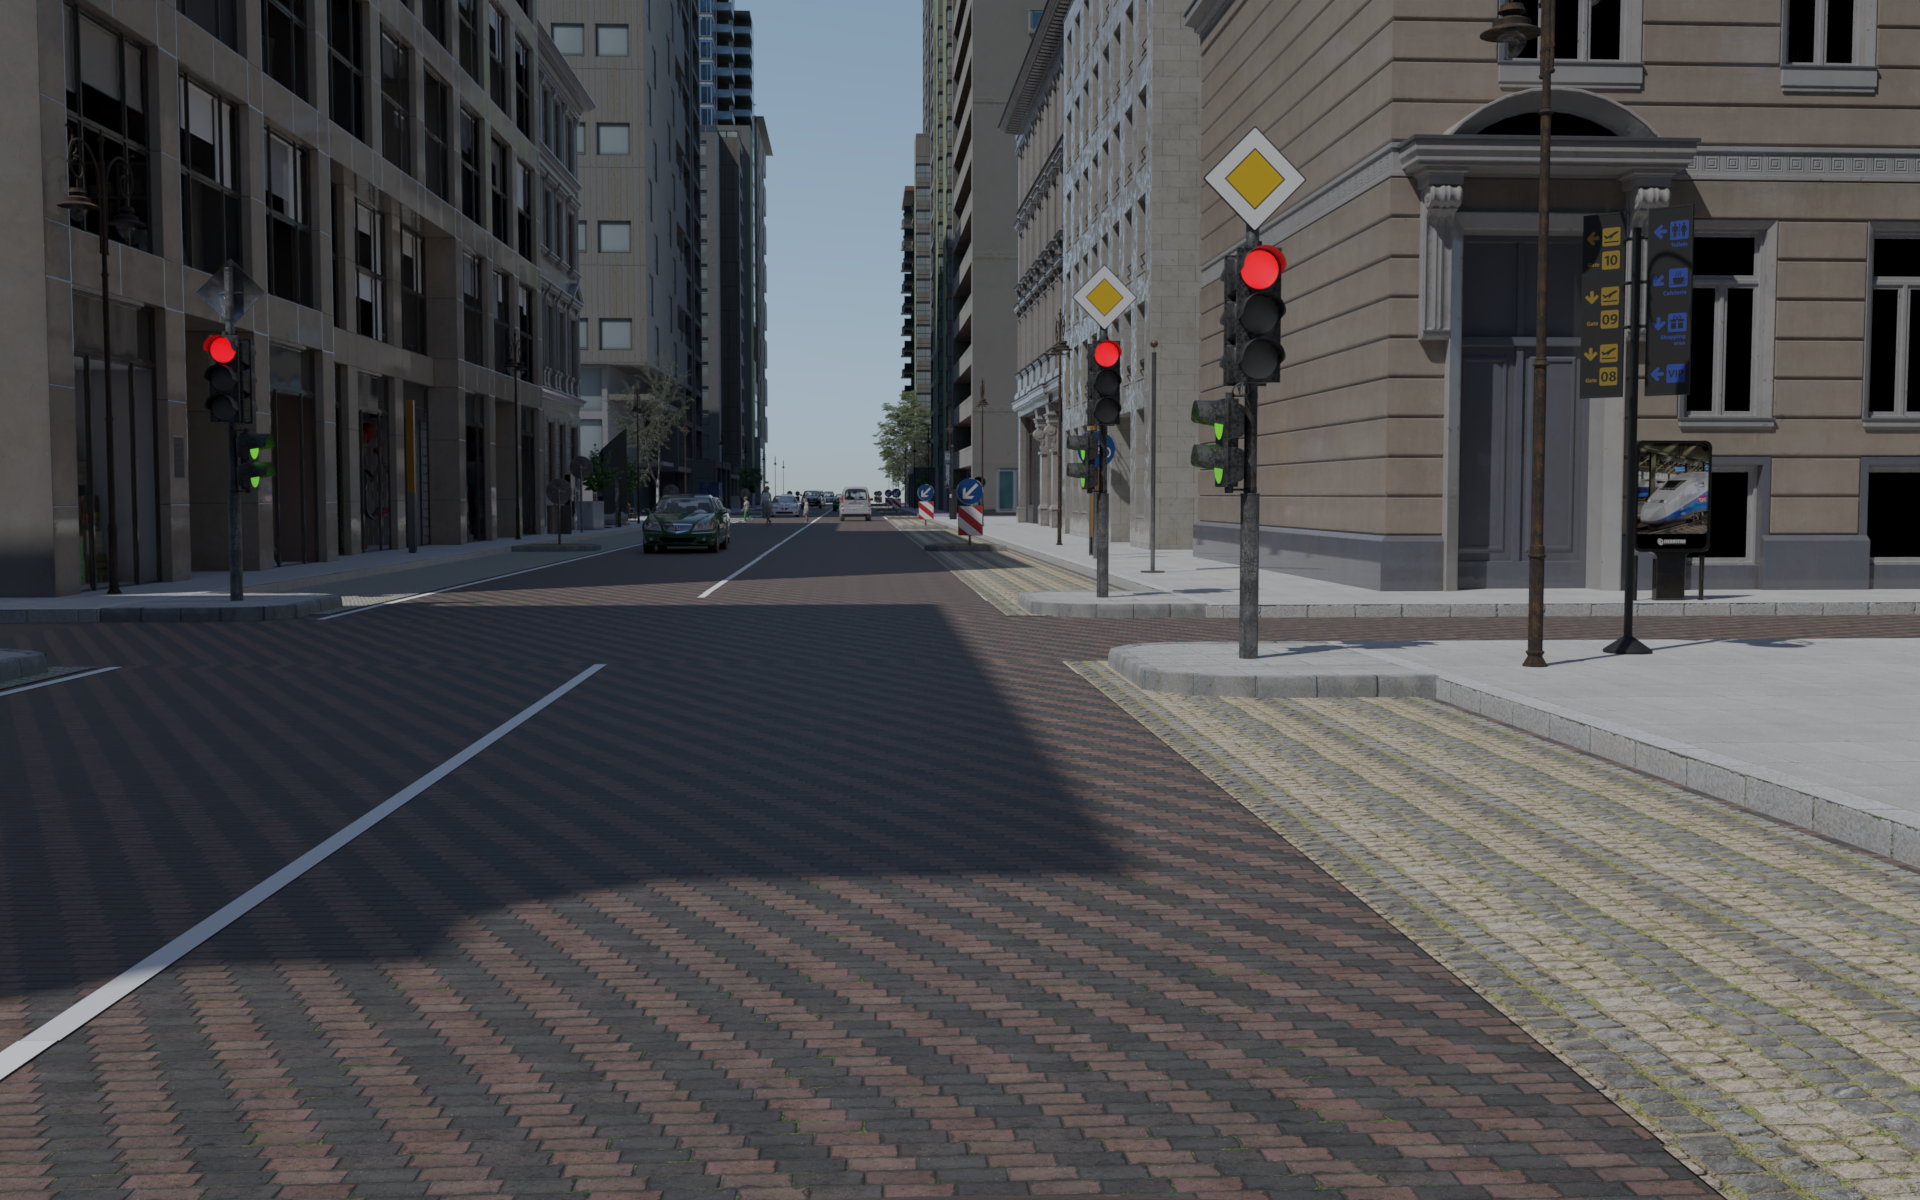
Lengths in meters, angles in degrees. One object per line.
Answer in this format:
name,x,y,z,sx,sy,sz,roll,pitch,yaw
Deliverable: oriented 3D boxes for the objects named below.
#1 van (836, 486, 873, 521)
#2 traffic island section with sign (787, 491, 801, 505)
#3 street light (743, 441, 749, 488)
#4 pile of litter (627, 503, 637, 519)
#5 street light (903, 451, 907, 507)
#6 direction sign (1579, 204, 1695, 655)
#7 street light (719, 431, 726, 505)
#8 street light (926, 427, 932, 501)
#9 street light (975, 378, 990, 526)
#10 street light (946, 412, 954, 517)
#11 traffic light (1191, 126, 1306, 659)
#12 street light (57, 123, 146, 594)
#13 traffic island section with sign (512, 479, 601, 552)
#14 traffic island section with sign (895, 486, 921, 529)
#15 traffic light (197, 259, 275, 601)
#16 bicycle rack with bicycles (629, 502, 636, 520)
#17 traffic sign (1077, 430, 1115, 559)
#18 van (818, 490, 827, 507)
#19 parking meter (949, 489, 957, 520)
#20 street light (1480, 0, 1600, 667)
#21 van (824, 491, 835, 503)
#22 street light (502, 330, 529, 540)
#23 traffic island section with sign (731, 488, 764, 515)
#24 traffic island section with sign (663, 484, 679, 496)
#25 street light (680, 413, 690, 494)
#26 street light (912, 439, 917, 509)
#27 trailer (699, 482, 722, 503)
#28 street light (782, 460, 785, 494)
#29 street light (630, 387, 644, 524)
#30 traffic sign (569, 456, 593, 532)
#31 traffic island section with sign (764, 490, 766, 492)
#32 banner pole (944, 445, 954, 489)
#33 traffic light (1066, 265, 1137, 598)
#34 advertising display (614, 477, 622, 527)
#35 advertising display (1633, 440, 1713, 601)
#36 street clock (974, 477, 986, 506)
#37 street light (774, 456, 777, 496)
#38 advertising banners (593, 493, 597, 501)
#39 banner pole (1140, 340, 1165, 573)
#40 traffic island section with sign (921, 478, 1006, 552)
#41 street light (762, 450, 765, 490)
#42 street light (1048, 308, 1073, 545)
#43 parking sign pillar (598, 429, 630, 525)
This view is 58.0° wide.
van,-5.615,-5.237,92.641,2.013,2.044,4.112,0,4,-5
traffic island section with sign,-19.697,-11.775,201.149,1.989,1.847,2.006,0,4,-3
street light,-18.558,-10.844,150.085,0.468,5.910,1.993,0,4,-3
pile of litter,-17.453,-4.637,89.774,1.719,0.858,1.176,-2,4,-25
street light,-5.465,-12.218,172.546,0.468,5.910,1.993,0,4,-3
direction sign,5.399,-1.340,13.901,0.876,3.537,0.379,3,5,43
street light,-16.963,-9.222,123.561,0.468,5.910,1.993,0,4,-3
street light,-2.179,-8.996,119.865,0.468,5.910,1.993,0,4,-3
street light,0.893,-5.895,69.171,0.468,5.910,1.993,0,4,-3
street light,-0.546,-7.483,95.132,0.468,5.910,1.993,0,4,-3
traffic light,2.235,-1.498,13.416,0.839,4.253,0.868,0,4,-3
street light,-10.883,-3.017,22.111,0.468,5.910,1.993,0,4,-3
traffic island section with sign,-10.109,-2.139,43.604,1.989,1.847,2.006,0,4,-3
traffic island section with sign,-1.529,-3.799,70.736,1.989,1.847,2.006,0,4,-3
traffic light,-8.691,-1.946,20.739,0.839,4.253,0.868,0,4,-3
bicycle rack with bicycles,-16.862,-4.310,83.850,2.852,0.926,2.925,-1,4,-18
traffic sign,2.680,-2.090,34.274,0.768,2.556,0.104,0,4,-2
van,-15.792,-11.339,192.407,2.013,2.044,4.112,0,4,-4
parking meter,-0.339,-4.828,87.352,0.372,1.533,0.369,0,3,0
street light,4.281,-2.442,12.718,0.468,5.910,1.993,0,4,-3
van,-17.472,-13.678,230.651,2.013,2.044,4.112,0,4,-4
street light,-12.494,-4.648,48.790,0.468,5.910,1.993,0,4,-3
traffic island section with sign,-14.704,-6.752,119.029,1.989,1.847,2.006,0,4,-3
traffic island section with sign,-11.764,-3.793,70.639,1.989,1.847,2.006,0,4,-3
street light,-15.473,-7.638,97.667,0.468,5.910,1.993,0,4,-3
street light,-3.839,-10.597,146.052,0.468,5.910,1.993,0,4,-3
trailer,-12.025,-4.664,83.304,1.471,1.999,3.904,0,4,-4
street light,-23.735,-15.909,232.907,0.468,5.910,1.993,0,4,-3
street light,-13.940,-6.250,74.976,0.468,5.910,1.993,0,4,-3
traffic sign,-12.663,-3.534,57.890,0.768,2.556,0.104,0,4,-3
traffic island section with sign,-16.361,-8.425,146.371,1.989,1.847,2.006,0,4,-3
banner pole,-0.534,-6.012,88.305,0.401,3.779,0.863,3,5,39
traffic light,1.750,-1.986,21.387,0.839,4.253,0.868,0,4,-3
advertising display,-13.265,-3.793,67.223,0.123,1.923,0.974,-1,4,-22
advertising display,8.543,-0.956,20.840,0.974,1.923,0.123,0,4,-7
street clock,0.800,-4.098,71.566,0.471,2.002,0.358,2,4,26
street light,-22.074,-14.326,207.024,0.468,5.910,1.993,0,4,-3
advertising banners,-19.442,-5.858,91.968,0.090,3.025,2.074,0,4,-4
banner pole,3.165,-2.351,28.451,0.401,3.779,0.863,0,4,3
traffic island section with sign,0.101,-2.153,43.830,1.989,1.847,2.006,0,4,-3
street light,-20.486,-12.723,180.804,0.468,5.910,1.993,0,4,-3
street light,2.495,-4.312,43.285,0.468,5.910,1.993,0,4,-3
parking sign pillar,-14.380,-5.082,71.559,1.447,3.967,1.447,3,4,37
